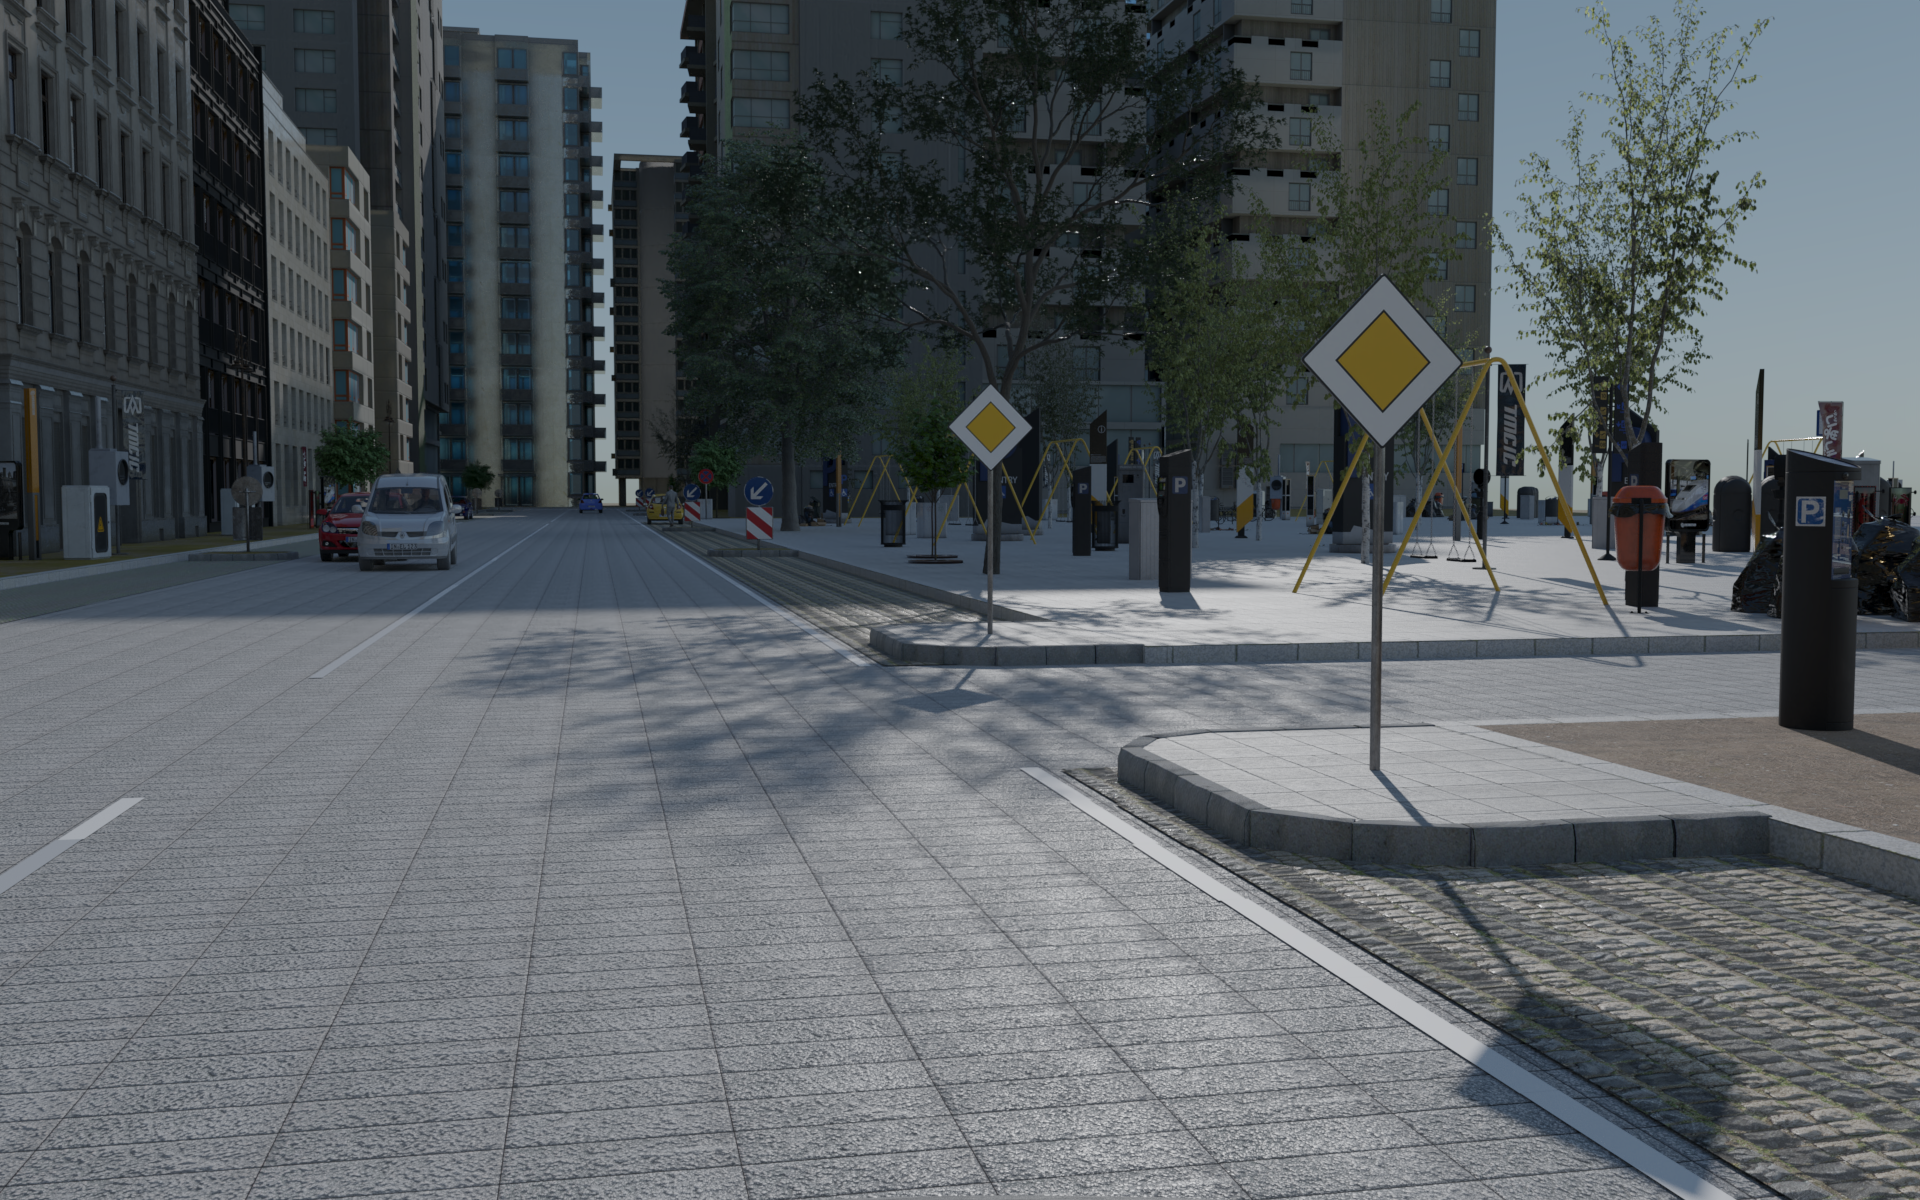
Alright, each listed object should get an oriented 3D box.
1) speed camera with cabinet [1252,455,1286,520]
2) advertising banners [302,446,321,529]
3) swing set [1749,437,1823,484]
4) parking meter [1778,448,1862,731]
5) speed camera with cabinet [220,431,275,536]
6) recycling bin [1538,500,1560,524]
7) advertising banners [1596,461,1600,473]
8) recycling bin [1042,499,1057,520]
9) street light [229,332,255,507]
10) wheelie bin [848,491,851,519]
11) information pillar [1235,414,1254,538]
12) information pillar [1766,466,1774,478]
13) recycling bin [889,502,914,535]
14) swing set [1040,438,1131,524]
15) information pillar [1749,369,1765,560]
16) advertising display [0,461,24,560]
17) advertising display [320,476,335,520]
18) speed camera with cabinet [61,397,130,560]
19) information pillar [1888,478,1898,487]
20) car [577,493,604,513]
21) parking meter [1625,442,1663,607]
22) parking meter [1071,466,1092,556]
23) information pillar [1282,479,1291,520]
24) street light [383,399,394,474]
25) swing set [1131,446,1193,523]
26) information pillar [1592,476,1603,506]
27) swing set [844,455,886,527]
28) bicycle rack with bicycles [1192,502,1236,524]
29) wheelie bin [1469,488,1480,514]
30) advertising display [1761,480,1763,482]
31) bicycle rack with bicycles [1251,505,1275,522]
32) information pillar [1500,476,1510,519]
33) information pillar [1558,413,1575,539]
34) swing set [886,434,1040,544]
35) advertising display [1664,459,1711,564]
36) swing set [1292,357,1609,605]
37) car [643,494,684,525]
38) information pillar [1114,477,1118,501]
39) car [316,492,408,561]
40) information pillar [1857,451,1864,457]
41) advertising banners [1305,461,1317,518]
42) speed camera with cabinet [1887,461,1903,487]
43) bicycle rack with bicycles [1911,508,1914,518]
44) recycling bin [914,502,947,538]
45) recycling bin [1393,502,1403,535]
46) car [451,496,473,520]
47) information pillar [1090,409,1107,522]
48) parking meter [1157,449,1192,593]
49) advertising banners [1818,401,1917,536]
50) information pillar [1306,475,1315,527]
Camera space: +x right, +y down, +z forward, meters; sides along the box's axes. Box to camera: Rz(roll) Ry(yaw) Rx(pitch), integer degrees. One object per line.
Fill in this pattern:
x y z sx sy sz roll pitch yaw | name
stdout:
15.296 -5.670 87.044 2.038 3.252 0.660 2 4 24 | speed camera with cabinet
-24.075 -4.164 64.265 0.090 3.025 2.074 0 4 -4 | advertising banners
23.691 -3.138 48.918 2.862 2.851 3.119 0 4 -2 | swing set
4.717 -0.067 9.502 0.372 1.533 0.369 0 3 0 | parking meter
-22.224 -3.652 54.045 0.660 3.252 2.038 1 4 12 | speed camera with cabinet
25.752 -3.863 75.721 0.722 1.027 0.722 0 4 -2 | recycling bin
34.076 -5.803 91.074 0.090 3.025 2.074 -1 4 -20 | advertising banners
4.297 -4.417 84.771 0.722 1.027 0.722 -2 4 -27 | recycling bin
-20.458 -4.690 49.468 0.468 5.910 1.993 -1 4 -12 | street light
-5.294 -4.275 77.810 0.980 1.594 0.693 2 4 32 | wheelie bin
8.244 -3.597 50.173 0.504 3.616 0.183 0 4 -4 | information pillar
21.239 -2.492 45.238 0.304 2.012 0.304 3 5 39 | information pillar
-1.845 -2.539 54.066 0.722 1.027 0.722 2 4 32 | recycling bin
3.032 -3.207 50.062 2.862 2.851 3.119 -1 4 -12 | swing set
15.037 -2.525 32.643 0.183 3.616 0.504 1 4 17 | information pillar
-18.574 -1.738 33.626 0.974 1.923 0.123 1 4 23 | advertising display
-22.859 -3.514 62.665 0.123 1.923 0.974 0 4 3 | advertising display
-17.278 -2.465 34.641 0.660 3.252 2.038 0 4 -6 | speed camera with cabinet
42.107 -4.508 78.200 0.304 2.012 0.304 -1 4 -14 | information pillar
-27.762 -7.377 130.199 1.945 1.707 3.694 -1 4 -13 | car
7.814 -0.862 19.807 0.255 1.863 0.399 0 4 -4 | parking meter
2.507 -1.845 35.883 0.399 1.863 0.255 0 4 -8 | parking meter
15.948 -4.905 84.689 0.304 2.012 0.304 -2 4 -27 | information pillar
-27.844 -6.839 84.600 0.468 5.910 1.993 -1 4 -12 | street light
6.208 -3.692 57.992 2.862 2.851 3.119 -1 4 -9 | swing set
25.622 -3.983 69.621 0.304 2.012 0.304 -3 5 -44 | information pillar
-3.041 -4.412 69.749 2.862 2.851 3.119 -1 4 -15 | swing set
10.112 -3.680 73.547 2.925 0.926 2.852 -3 5 -40 | bicycle rack with bicycles
27.767 -5.218 93.228 0.693 1.594 0.980 0 4 3 | wheelie bin
37.638 -4.625 80.825 0.974 1.923 0.123 -2 4 -30 | advertising display
13.238 -4.162 81.427 2.925 0.926 2.852 1 4 16 | bicycle rack with bicycles
28.296 -6.029 89.930 0.504 3.616 0.183 -1 4 -14 | information pillar
17.553 -3.594 50.119 0.183 3.616 0.504 -2 4 -28 | information pillar
0.034 -2.893 44.921 2.862 2.851 3.119 -2 4 -23 | swing set
13.443 -1.640 32.030 0.974 1.923 0.123 -1 4 -21 | advertising display
5.901 -1.450 21.321 2.862 2.851 3.119 0 4 -8 | swing set
-14.050 -4.417 82.445 2.015 1.641 3.980 -1 4 -10 | car
6.746 -4.220 73.487 0.304 2.012 0.304 3 5 43 | information pillar
-13.048 -1.793 38.358 2.155 1.783 4.494 -1 4 -13 | car
48.810 -6.282 94.059 0.504 3.616 0.183 0 4 -4 | information pillar
19.014 -5.927 93.094 0.090 3.025 2.074 3 4 38 | advertising banners
54.997 -6.657 103.181 2.038 3.252 0.660 0 4 -1 | speed camera with cabinet
48.163 -4.705 90.313 2.925 0.926 2.852 3 5 44 | bicycle rack with bicycles
-0.820 -2.320 50.486 0.722 1.027 0.722 -1 4 -18 | recycling bin
13.646 -2.600 55.071 0.722 1.027 0.722 2 4 30 | recycling bin
-28.217 -5.146 96.722 1.945 1.354 3.894 -1 4 -11 | car
3.832 -3.457 47.875 0.504 3.616 0.183 0 4 3 | information pillar
2.800 -1.036 22.653 0.399 1.863 0.255 -1 4 -21 | parking meter
17.134 -2.237 32.761 2.074 3.025 0.090 0 4 -8 | advertising banners
13.706 -3.867 67.721 0.304 2.012 0.304 1 4 13 | information pillar
